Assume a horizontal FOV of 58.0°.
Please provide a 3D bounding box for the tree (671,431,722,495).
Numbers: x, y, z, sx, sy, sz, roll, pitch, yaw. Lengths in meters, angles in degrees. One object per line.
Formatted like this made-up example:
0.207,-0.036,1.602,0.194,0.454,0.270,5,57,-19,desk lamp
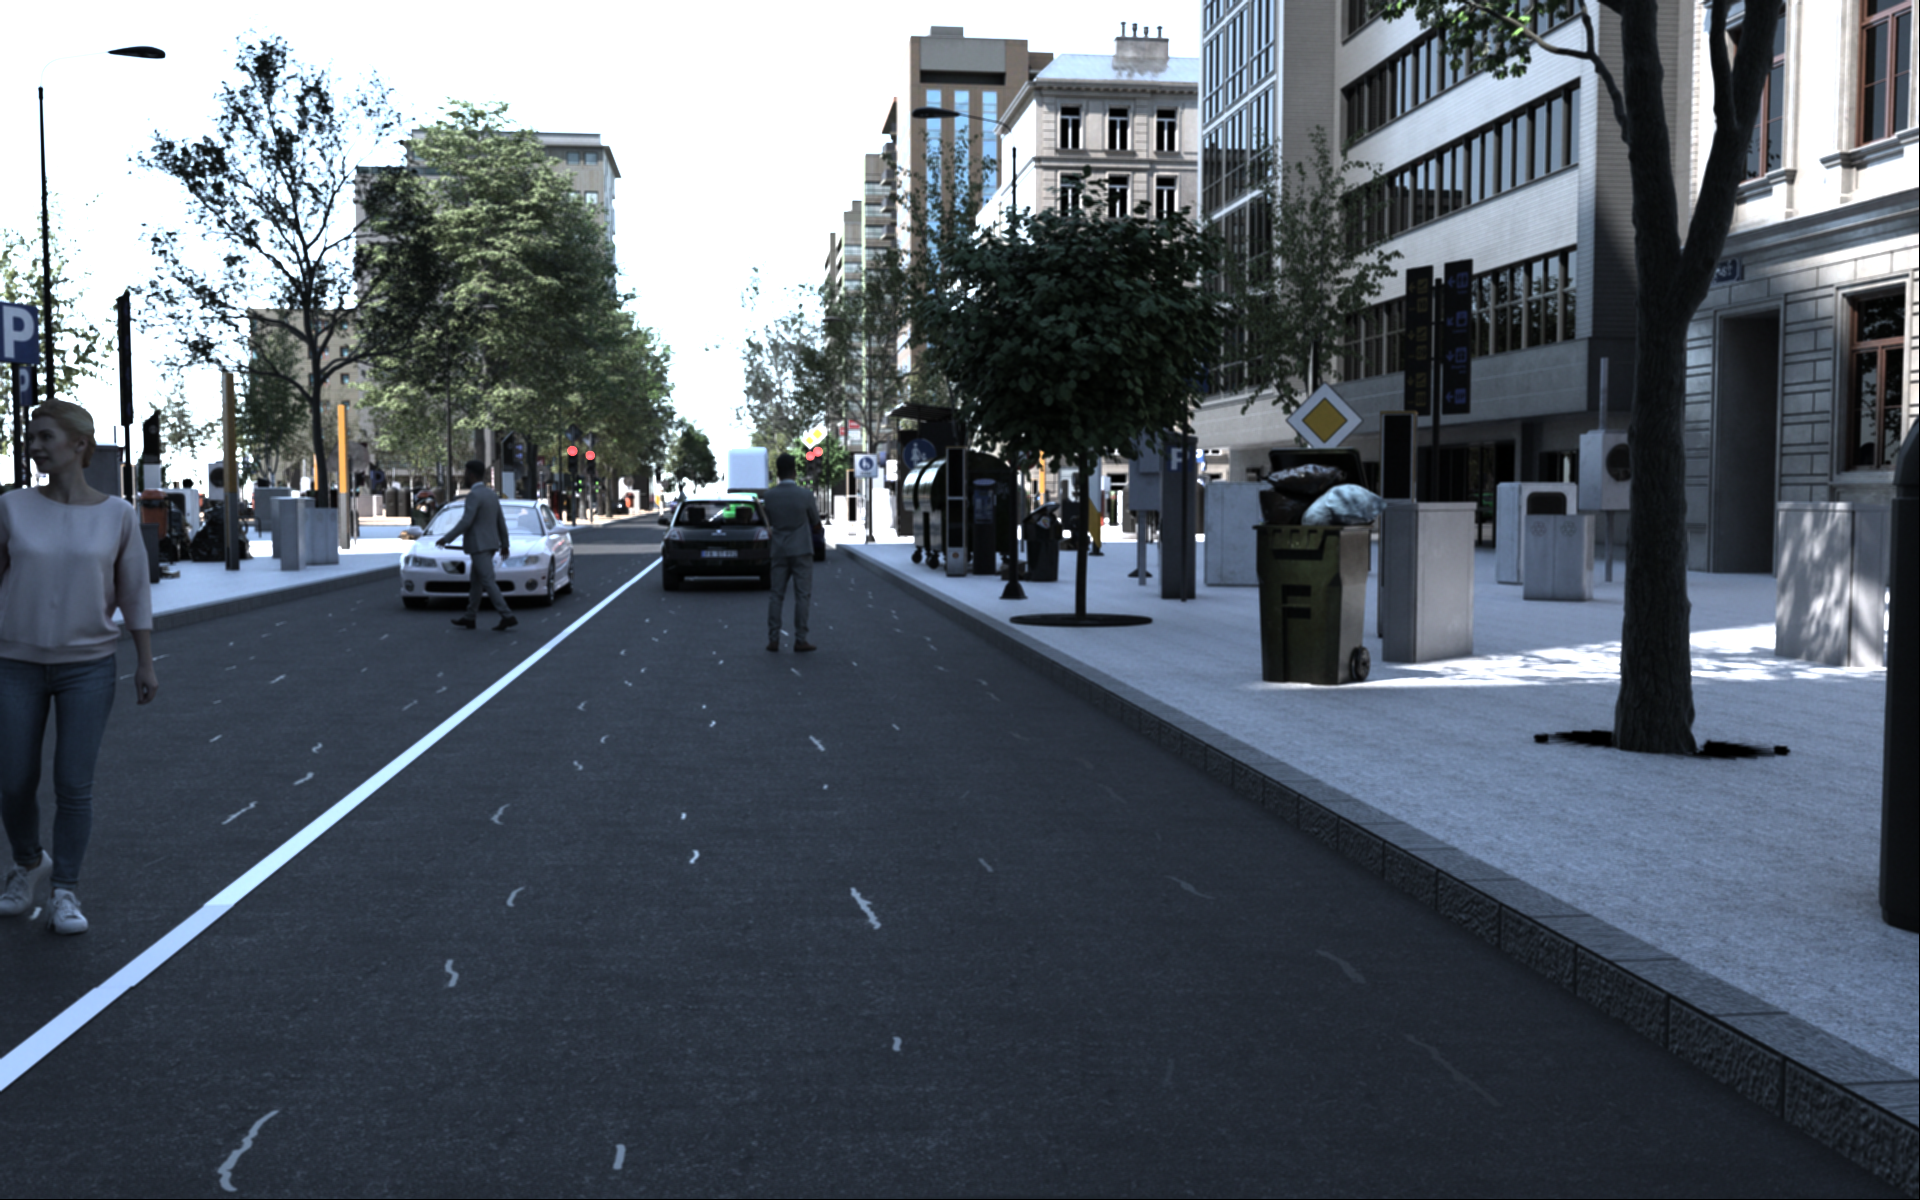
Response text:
-44.297,-22.821,290.122,9.611,12.733,9.660,0,3,0,tree

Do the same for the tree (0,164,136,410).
-20.946,-5.433,39.200,4.737,8.622,4.395,0,3,0,tree

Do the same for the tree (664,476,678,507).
-28.055,-10.520,166.603,1.663,3.219,1.824,0,3,0,tree

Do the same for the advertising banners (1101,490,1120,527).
5.548,-4.420,68.452,0.090,3.025,2.074,-3,5,-40,advertising banners

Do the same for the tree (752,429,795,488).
-17.220,-13.036,163.504,4.737,8.622,4.395,0,3,0,tree

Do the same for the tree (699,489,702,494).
-44.808,-21.337,299.225,4.737,8.622,4.395,0,3,0,tree

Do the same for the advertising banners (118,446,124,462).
-31.200,-4.087,63.016,2.074,3.025,0.090,1,4,18,advertising banners

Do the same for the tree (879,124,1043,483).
0.184,-5.166,34.822,4.737,8.622,4.395,0,3,0,tree

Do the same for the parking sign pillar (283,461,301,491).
-52.704,-9.067,136.725,1.447,3.967,1.447,-1,4,-14,parking sign pillar

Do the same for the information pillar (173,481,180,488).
-42.741,-5.507,94.525,0.304,2.012,0.304,0,4,-2,information pillar

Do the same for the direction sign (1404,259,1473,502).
4.712,-1.538,17.151,0.379,3.537,0.876,-2,4,-29,direction sign

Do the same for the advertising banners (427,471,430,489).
-40.802,-8.397,133.484,0.090,3.025,2.074,0,4,-4,advertising banners

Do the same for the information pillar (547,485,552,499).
-31.547,-7.866,133.093,0.304,2.012,0.304,-2,4,-35,information pillar

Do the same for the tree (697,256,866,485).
-14.082,-17.284,138.481,12.611,20.169,13.585,0,3,0,tree

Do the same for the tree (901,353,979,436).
-1.042,-8.741,93.271,4.360,8.622,3.978,0,3,0,tree

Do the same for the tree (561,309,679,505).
-22.336,-12.546,111.782,9.857,13.997,8.962,0,3,0,tree

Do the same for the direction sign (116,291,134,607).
-9.485,-1.697,19.738,0.379,3.537,0.876,-2,4,-33,direction sign

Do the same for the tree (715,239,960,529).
-3.125,-7.893,63.467,7.601,10.594,8.767,2,4,31,tree

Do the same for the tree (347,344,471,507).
-25.908,-8.028,81.613,4.360,8.622,3.978,0,3,0,tree

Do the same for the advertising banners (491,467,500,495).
-29.847,-7.045,111.370,0.090,3.025,2.074,-2,4,-28,advertising banners

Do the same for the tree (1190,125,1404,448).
6.684,-5.108,33.876,4.737,8.622,4.395,0,3,0,tree

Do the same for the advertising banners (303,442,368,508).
-20.928,-3.787,58.112,2.074,3.025,0.090,-2,4,-25,advertising banners

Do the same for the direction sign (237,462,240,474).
-50.317,-7.833,120.073,0.876,3.537,0.379,1,4,14,direction sign

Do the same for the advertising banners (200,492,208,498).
-56.842,-8.275,131.488,2.074,3.025,0.090,1,4,14,advertising banners

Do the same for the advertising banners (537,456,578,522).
-18.511,-5.084,79.316,2.074,3.025,0.090,-3,4,-37,advertising banners

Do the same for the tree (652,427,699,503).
-32.059,-14.700,190.710,4.737,8.622,4.395,0,3,0,tree

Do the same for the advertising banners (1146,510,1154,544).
4.909,-3.015,45.476,0.090,3.025,2.074,0,4,-1,advertising banners

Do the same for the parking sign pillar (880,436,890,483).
-3.417,-5.557,79.332,1.447,3.967,1.447,0,4,-1,parking sign pillar

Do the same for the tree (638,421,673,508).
-28.555,-12.902,161.307,4.360,8.622,3.978,0,3,0,tree

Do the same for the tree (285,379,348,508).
-39.673,-9.724,109.357,4.360,8.622,3.978,0,3,0,tree

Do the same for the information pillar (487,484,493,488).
-33.254,-7.225,122.624,0.304,2.012,0.304,1,4,22,information pillar

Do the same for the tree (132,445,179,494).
-27.618,-3.919,58.685,1.663,3.219,1.824,0,3,0,tree

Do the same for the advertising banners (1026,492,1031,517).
2.731,-5.559,87.070,2.074,3.025,0.090,0,4,-5,advertising banners

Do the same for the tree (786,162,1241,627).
1.152,-2.051,17.243,4.285,4.588,4.351,0,3,0,tree

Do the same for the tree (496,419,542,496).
-36.990,-11.937,145.531,4.360,8.622,3.978,0,3,0,tree

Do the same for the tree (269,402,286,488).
-46.224,-10.353,119.641,4.360,8.622,3.978,0,3,0,tree

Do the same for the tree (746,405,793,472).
-23.483,-18.389,218.793,7.486,12.596,7.792,0,3,0,tree

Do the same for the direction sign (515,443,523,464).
-19.695,-5.164,76.423,0.876,3.537,0.379,0,4,3,direction sign

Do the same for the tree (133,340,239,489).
-37.417,-8.164,83.848,4.360,8.622,3.978,0,3,0,tree

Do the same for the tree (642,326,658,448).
-18.797,-10.154,84.147,7.486,12.596,7.792,0,3,0,tree

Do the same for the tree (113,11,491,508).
-13.040,-6.120,34.468,7.601,10.594,8.767,-1,4,-20,tree

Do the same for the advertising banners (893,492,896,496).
-3.766,-6.905,109.080,0.090,3.025,2.074,1,4,20,advertising banners

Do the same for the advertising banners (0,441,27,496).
-32.768,-3.891,59.801,0.090,3.025,2.074,0,4,-6,advertising banners

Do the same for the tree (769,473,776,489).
-6.707,-6.008,81.945,4.285,4.588,4.351,0,3,0,tree

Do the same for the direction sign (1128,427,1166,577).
2.795,-2.126,26.759,0.876,3.537,0.379,-2,4,-26,direction sign

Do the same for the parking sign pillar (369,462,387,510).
-48.084,-9.455,143.067,1.447,3.967,1.447,-3,5,-43,parking sign pillar

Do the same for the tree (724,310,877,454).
-10.527,-12.555,115.638,12.009,13.543,11.850,0,3,0,tree

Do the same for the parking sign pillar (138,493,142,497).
-62.806,-8.812,132.540,1.447,3.967,1.447,1,4,17,parking sign pillar

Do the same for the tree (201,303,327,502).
-25.798,-6.999,64.791,4.737,8.622,4.395,0,3,0,tree

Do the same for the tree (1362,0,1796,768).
3.671,-5.058,8.449,9.928,11.665,9.643,0,3,0,tree

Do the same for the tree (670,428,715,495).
-38.098,-19.001,245.083,7.601,10.594,8.767,0,4,-8,tree

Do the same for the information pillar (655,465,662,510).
-23.945,-8.946,137.615,0.504,3.616,0.183,-1,4,-14,information pillar

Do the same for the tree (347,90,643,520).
-13.318,-8.024,49.320,7.486,12.596,7.792,0,3,0,tree

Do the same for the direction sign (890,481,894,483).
-5.150,-8.037,123.395,0.876,3.537,0.379,0,4,1,direction sign

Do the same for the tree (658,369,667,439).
-20.583,-11.174,100.818,7.486,12.596,7.792,0,3,0,tree

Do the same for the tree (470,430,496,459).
-34.583,-10.338,119.393,4.360,8.622,3.978,0,3,0,tree

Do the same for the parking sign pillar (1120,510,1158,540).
5.200,-3.669,48.458,1.447,3.967,1.447,1,4,11,parking sign pillar

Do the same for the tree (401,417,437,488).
-44.599,-11.840,143.947,4.737,8.622,4.395,0,3,0,tree
